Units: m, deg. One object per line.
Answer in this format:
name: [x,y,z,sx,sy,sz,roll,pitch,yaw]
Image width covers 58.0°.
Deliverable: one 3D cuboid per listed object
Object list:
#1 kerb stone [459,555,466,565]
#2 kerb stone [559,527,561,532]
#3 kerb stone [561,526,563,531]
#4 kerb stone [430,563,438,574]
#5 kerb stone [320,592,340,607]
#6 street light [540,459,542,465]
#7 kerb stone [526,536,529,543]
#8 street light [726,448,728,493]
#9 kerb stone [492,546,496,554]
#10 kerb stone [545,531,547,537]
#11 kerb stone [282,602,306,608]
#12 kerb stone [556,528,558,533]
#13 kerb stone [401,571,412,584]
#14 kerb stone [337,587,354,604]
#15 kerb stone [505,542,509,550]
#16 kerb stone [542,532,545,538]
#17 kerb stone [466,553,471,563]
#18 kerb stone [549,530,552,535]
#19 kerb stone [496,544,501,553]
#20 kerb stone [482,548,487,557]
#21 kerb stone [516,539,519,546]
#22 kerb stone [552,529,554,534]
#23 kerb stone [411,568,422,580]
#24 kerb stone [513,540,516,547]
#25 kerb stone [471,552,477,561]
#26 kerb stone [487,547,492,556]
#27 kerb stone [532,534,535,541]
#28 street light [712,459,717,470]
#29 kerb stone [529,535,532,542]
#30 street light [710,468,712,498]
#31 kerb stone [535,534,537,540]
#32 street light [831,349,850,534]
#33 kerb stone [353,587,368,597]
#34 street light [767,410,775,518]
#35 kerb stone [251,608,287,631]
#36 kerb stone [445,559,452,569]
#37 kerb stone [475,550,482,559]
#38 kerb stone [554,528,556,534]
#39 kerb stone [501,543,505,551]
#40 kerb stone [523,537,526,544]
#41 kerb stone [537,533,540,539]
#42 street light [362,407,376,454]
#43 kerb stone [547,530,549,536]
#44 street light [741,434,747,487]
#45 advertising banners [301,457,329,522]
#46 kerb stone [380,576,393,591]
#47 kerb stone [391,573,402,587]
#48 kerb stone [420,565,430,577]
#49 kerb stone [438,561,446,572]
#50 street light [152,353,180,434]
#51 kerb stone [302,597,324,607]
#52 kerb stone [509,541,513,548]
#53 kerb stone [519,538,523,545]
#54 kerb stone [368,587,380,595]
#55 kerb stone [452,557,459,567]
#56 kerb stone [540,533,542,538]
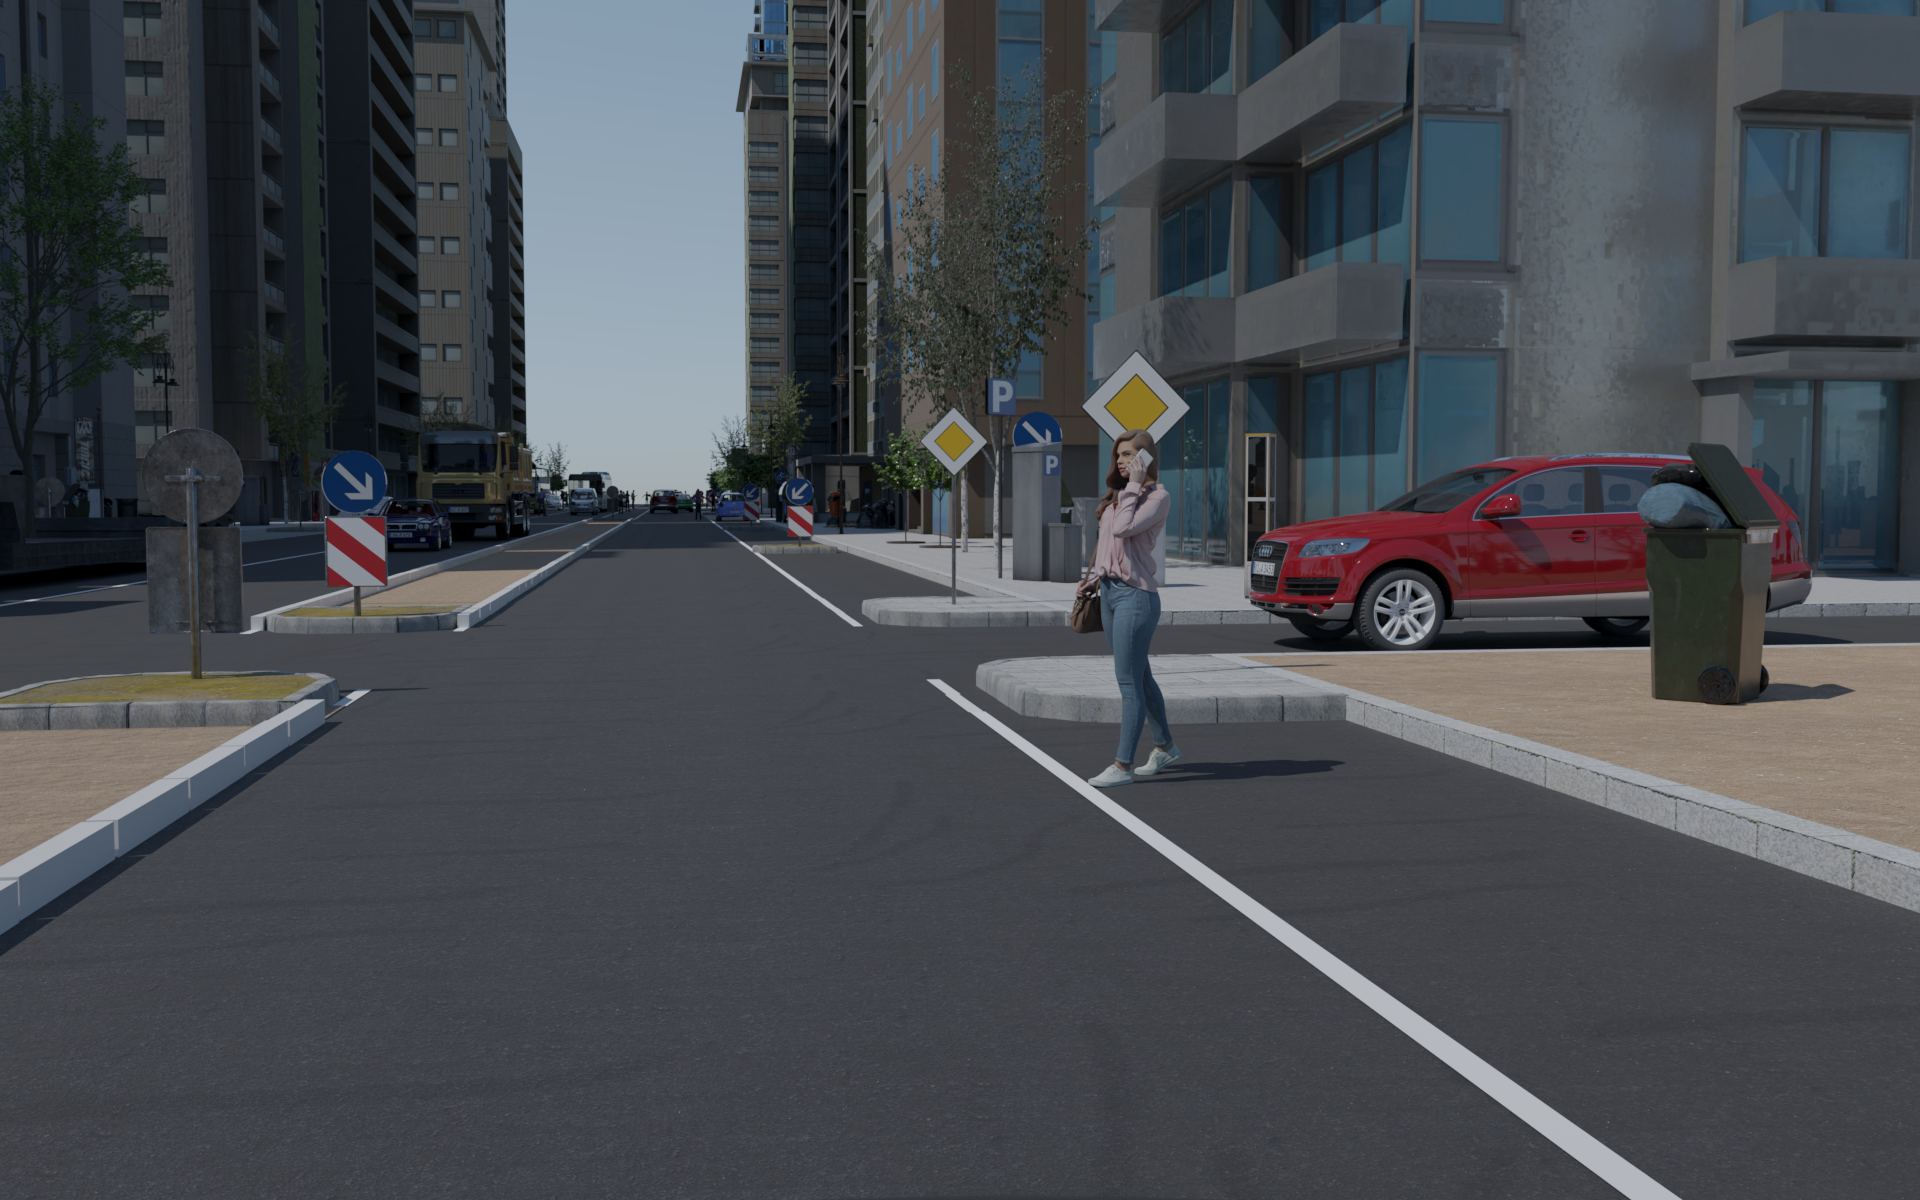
kerb stone: [-10.116,-0.772,34.826,0.120,0.150,1.000,-1,4,-9]
kerb stone: [-14.958,-2.566,64.143,0.120,0.150,1.000,-1,4,-9]
kerb stone: [-15.123,-2.626,65.160,0.120,0.150,1.000,-1,4,-9]
kerb stone: [-9.457,-0.525,30.774,0.120,0.150,1.000,-1,4,-9]
kerb stone: [-7.953,0.032,21.671,0.120,0.150,1.000,-1,4,-9]
street light: [-51.386,-14.661,212.490,0.468,5.910,1.993,-1,4,-9]
kerb stone: [-12.621,-1.699,49.979,0.120,0.150,1.000,-1,4,-9]
street light: [-22.662,-12.002,169.025,0.468,5.910,1.993,-1,4,-9]
kerb stone: [-11.119,-1.144,40.893,0.120,0.150,1.000,-1,4,-9]
kerb stone: [-13.786,-2.127,57.055,0.120,0.150,1.000,-1,4,-9]
kerb stone: [-7.621,0.156,19.649,0.120,0.150,1.000,-1,4,-9]
kerb stone: [-14.617,-2.442,62.128,0.120,0.150,1.000,-1,4,-9]
kerb stone: [-8.955,-0.339,27.740,0.120,0.150,1.000,-1,4,-9]
kerb stone: [-8.120,-0.029,22.680,0.120,0.150,1.000,-1,4,-9]
kerb stone: [-11.620,-1.329,43.922,0.120,0.150,1.000,-1,4,-9]
kerb stone: [-13.617,-2.070,56.047,0.120,0.150,1.000,-1,4,-9]
kerb stone: [-10.284,-0.832,35.834,0.120,0.150,1.000,-1,4,-9]
kerb stone: [-14.119,-2.257,59.090,0.120,0.150,1.000,-1,4,-9]
kerb stone: [-11.288,-1.205,41.902,0.120,0.150,1.000,-1,4,-9]
kerb stone: [-10.791,-1.020,38.870,0.120,0.150,1.000,-1,4,-9]
kerb stone: [-12.120,-1.513,46.951,0.120,0.150,1.000,-1,4,-9]
kerb stone: [-14.289,-2.318,60.102,0.120,0.150,1.000,-1,4,-9]
kerb stone: [-9.117,-0.398,28.756,0.120,0.150,1.000,-1,4,-9]
kerb stone: [-11.952,-1.452,45.942,0.120,0.150,1.000,-1,4,-9]
kerb stone: [-10.456,-0.893,36.841,0.120,0.150,1.000,-1,4,-9]
kerb stone: [-10.957,-1.082,39.878,0.120,0.150,1.000,-1,4,-9]
kerb stone: [-12.949,-1.823,51.997,0.120,0.150,1.000,-1,4,-9]
street light: [-30.038,-14.748,213.913,0.468,5.910,1.993,-1,4,-9]
kerb stone: [-12.782,-1.761,50.988,0.120,0.150,1.000,-1,4,-9]
street light: [-36.149,-17.061,251.736,0.468,5.910,1.993,-1,4,-9]
kerb stone: [-13.112,-1.885,53.010,0.120,0.150,1.000,-1,4,-9]
street light: [-3.794,-5.042,55.221,0.468,5.910,1.993,-1,4,-9]
kerb stone: [-8.286,-0.092,23.692,0.120,0.150,1.000,-1,4,-9]
street light: [-10.200,-7.391,93.635,0.468,5.910,1.993,-1,4,-9]
kerb stone: [-7.449,0.219,18.642,0.120,0.150,1.000,-1,4,-9]
kerb stone: [-9.793,-0.643,32.801,0.120,0.150,1.000,-1,4,-9]
kerb stone: [-10.620,-0.954,37.857,0.120,0.150,1.000,-1,4,-9]
kerb stone: [-14.460,-2.378,61.117,0.120,0.150,1.000,-1,4,-9]
kerb stone: [-11.454,-1.267,42.910,0.120,0.150,1.000,-1,4,-9]
kerb stone: [-12.457,-1.637,48.967,0.120,0.150,1.000,-1,4,-9]
kerb stone: [-13.285,-1.945,54.020,0.120,0.150,1.000,-1,4,-9]
street light: [-31.584,-7.331,92.653,0.468,5.910,1.993,-1,4,-9]
kerb stone: [-13.957,-2.192,58.077,0.120,0.150,1.000,-1,4,-9]
street light: [-16.266,-9.657,130.687,0.468,5.910,1.993,-1,4,-9]
advertising banners: [-30.287,-5.206,81.303,0.090,3.025,2.074,1,4,19]
kerb stone: [-8.611,-0.216,25.725,0.120,0.150,1.000,-1,4,-9]
kerb stone: [-8.786,-0.275,26.732,0.120,0.150,1.000,-1,4,-9]
kerb stone: [-9.287,-0.463,29.763,0.120,0.150,1.000,-1,4,-9]
kerb stone: [-9.609,-0.586,31.785,0.120,0.150,1.000,-1,4,-9]
street light: [-25.504,-5.075,55.757,0.468,5.910,1.993,-1,4,-9]
kerb stone: [-7.786,0.094,20.663,0.120,0.150,1.000,-1,4,-9]
kerb stone: [-11.782,-1.390,44.931,0.120,0.150,1.000,-1,4,-9]
kerb stone: [-12.289,-1.576,47.959,0.120,0.150,1.000,-1,4,-9]
kerb stone: [-8.457,-0.154,24.707,0.120,0.150,1.000,-1,4,-9]
kerb stone: [-9.949,-0.711,33.814,0.120,0.150,1.000,-1,4,-9]
kerb stone: [-13.455,-2.009,55.038,0.120,0.150,1.000,-1,4,-9]
